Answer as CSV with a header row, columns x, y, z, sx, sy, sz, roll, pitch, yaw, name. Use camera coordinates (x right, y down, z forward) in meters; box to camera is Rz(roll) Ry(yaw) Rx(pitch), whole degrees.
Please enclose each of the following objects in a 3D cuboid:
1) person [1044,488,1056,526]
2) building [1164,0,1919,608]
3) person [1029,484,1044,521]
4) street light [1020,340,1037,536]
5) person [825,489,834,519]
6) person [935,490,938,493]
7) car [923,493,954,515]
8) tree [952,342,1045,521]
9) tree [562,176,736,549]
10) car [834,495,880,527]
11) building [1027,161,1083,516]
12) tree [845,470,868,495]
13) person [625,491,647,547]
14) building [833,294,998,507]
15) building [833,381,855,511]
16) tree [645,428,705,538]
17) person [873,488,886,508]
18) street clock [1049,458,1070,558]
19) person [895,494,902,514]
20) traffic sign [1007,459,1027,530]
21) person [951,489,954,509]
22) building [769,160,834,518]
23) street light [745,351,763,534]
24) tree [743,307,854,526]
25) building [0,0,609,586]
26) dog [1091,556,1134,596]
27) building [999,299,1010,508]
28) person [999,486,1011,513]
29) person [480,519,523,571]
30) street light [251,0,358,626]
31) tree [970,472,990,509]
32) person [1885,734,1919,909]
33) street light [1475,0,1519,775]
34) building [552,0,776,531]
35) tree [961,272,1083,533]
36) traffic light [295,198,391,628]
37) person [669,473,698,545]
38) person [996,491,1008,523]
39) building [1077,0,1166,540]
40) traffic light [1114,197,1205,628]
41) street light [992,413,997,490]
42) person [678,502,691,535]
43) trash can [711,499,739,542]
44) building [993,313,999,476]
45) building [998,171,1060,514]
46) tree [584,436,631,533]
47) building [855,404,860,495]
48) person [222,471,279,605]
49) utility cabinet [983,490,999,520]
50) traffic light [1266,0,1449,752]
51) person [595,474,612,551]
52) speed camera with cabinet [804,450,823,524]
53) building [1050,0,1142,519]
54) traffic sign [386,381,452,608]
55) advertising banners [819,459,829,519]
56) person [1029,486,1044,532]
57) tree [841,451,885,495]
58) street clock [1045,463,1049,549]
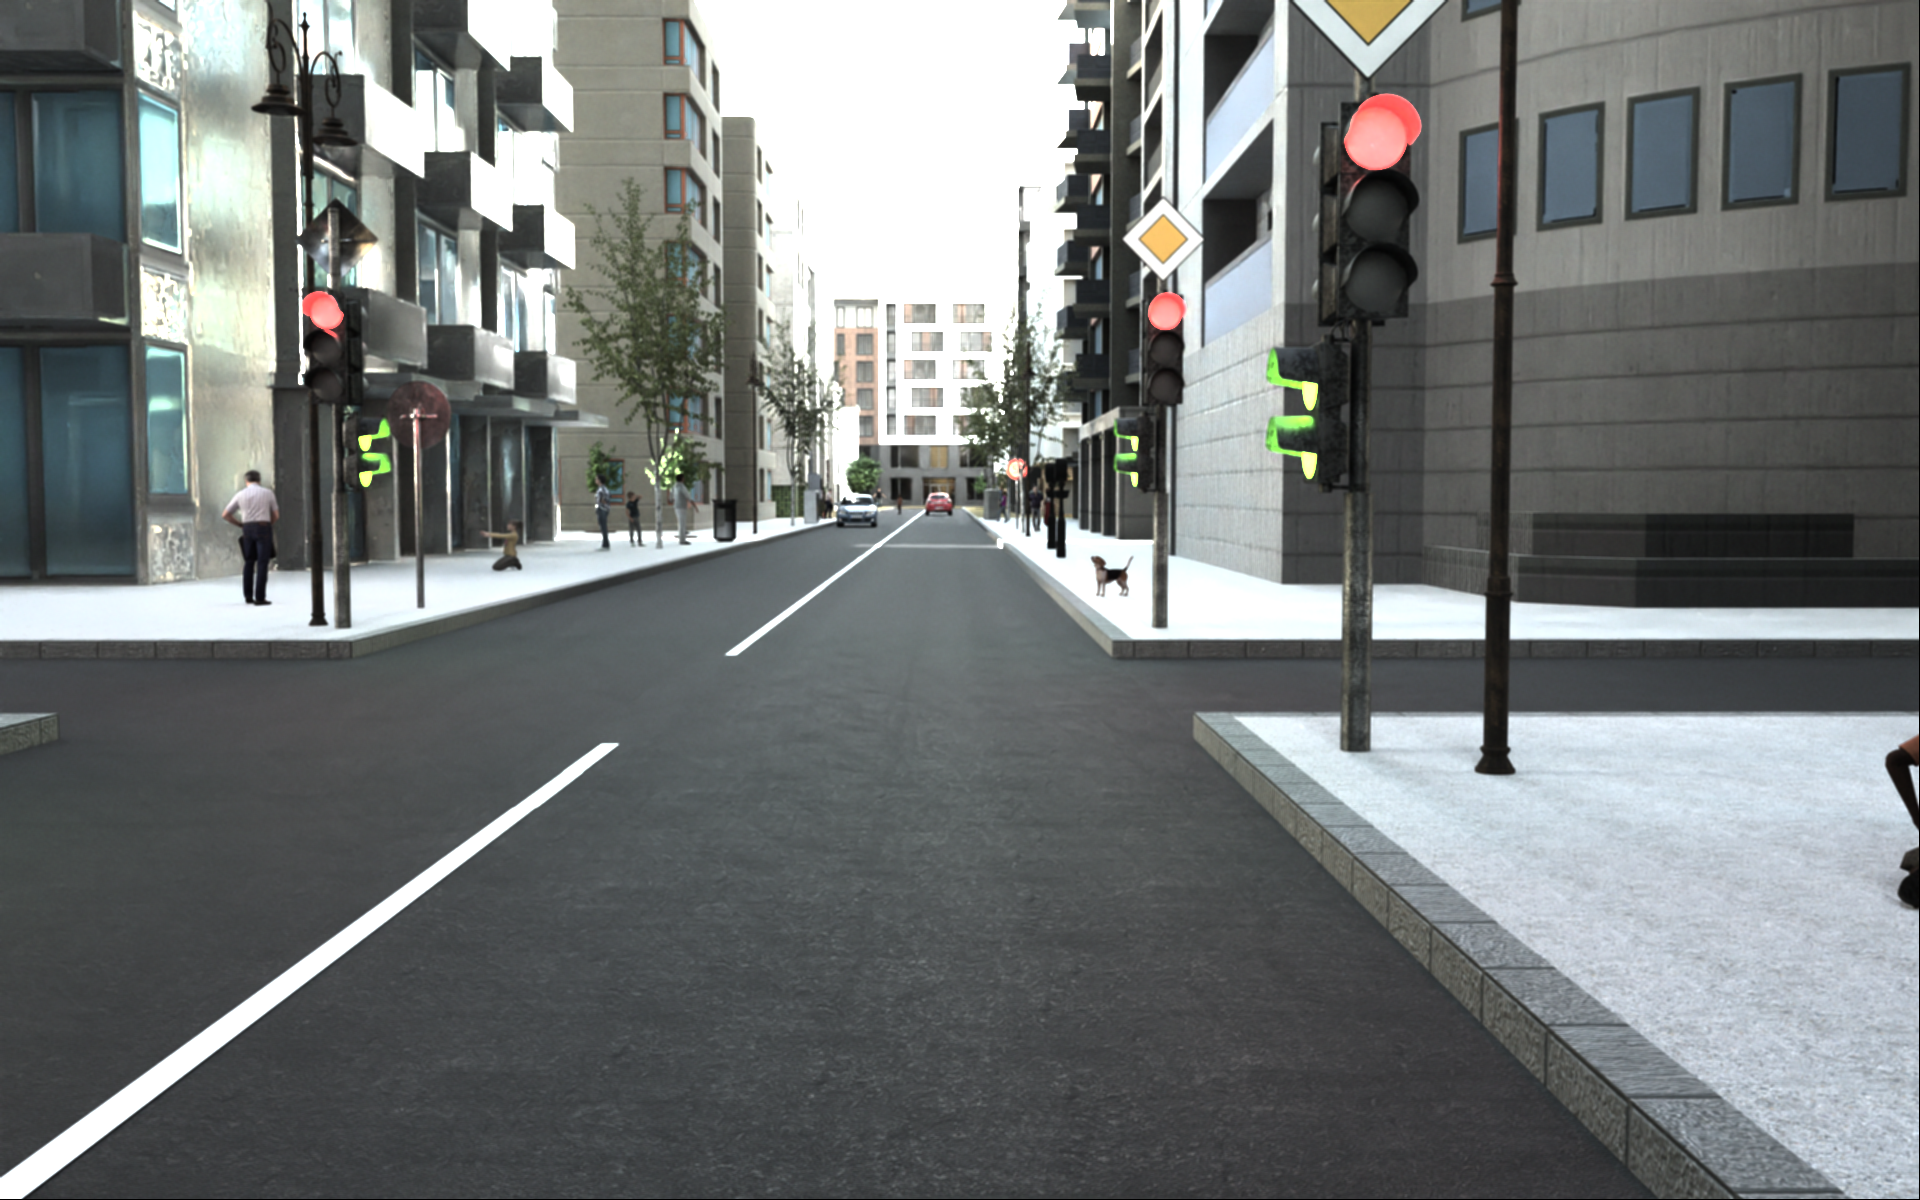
x,y,z,sx,sy,sz,roll,pitch,yaw,name
3.592,-3.727,69.454,0.523,1.526,0.387,-2,4,-35,person
18.538,-29.689,27.419,28.212,58.520,21.231,0,4,0,building
3.518,-4.552,81.189,0.841,1.734,0.376,-1,4,-19,person
2.059,-4.862,52.276,0.468,5.910,1.993,0,4,0,street light
-6.804,-4.985,89.759,0.590,1.554,0.614,-1,4,-22,person
-2.059,-8.682,150.478,0.705,1.821,1.348,0,4,-3,person
-1.452,-6.642,117.636,2.155,1.783,4.494,0,4,-2,car
2.086,-8.099,82.774,4.737,8.622,4.395,0,3,0,tree
-7.058,-5.497,40.241,4.737,8.622,4.395,0,3,0,tree
-4.549,-3.961,76.772,2.014,1.417,4.499,0,4,-2,car
12.143,-15.158,104.261,16.016,20.091,11.380,0,4,0,building
-8.312,-8.872,139.650,1.663,3.219,1.824,0,3,0,tree
-7.907,-1.976,42.261,0.340,1.345,0.435,2,4,32,person
-10.550,-21.226,191.020,32.646,21.610,27.936,0,4,0,building
-13.910,-11.967,137.801,9.099,9.664,28.070,0,4,0,building
-8.220,-3.431,50.692,1.663,3.219,1.824,0,3,0,tree
-7.559,-9.550,162.195,1.348,1.822,0.705,-2,4,-30,person
2.049,-1.862,35.013,0.358,2.002,0.471,0,4,6,street clock
-4.321,-6.805,123.028,0.557,1.426,1.065,-2,4,-30,person
2.059,-3.793,62.115,0.768,2.556,0.104,0,4,1,traffic sign
-0.714,-9.480,163.130,0.705,1.869,1.348,0,4,3,person
-17.289,-14.759,107.771,16.747,18.905,31.486,0,4,0,building
-6.649,-5.091,56.018,0.468,5.910,1.993,0,4,0,street light
-6.475,-7.275,69.304,4.360,8.622,3.978,0,3,0,tree
-20.967,-25.427,35.346,23.786,49.044,30.456,0,4,0,building
1.916,-0.305,21.814,0.406,0.507,0.540,1,4,22,dog
11.720,-17.857,148.379,16.016,20.091,11.380,0,4,0,building
2.799,-6.625,114.340,1.348,1.826,0.705,-3,4,-36,person
-7.702,-0.928,29.144,0.695,0.859,0.347,-1,4,-23,person
-6.276,-2.690,16.765,0.468,5.910,1.993,0,4,0,street light
1.871,-9.450,149.112,1.663,3.219,1.824,0,3,0,tree
3.283,0.535,5.579,0.859,0.850,0.655,1,4,10,person
2.469,-2.142,7.815,0.468,5.910,1.993,0,4,0,street light
-23.167,-13.990,73.778,27.650,21.520,28.899,0,4,0,building
2.076,-6.526,57.061,4.360,8.622,3.978,0,3,0,tree
-5.897,-1.685,16.478,0.839,4.253,0.868,0,4,0,traffic light
-7.018,-2.317,44.066,0.875,1.805,0.789,3,5,40,person
1.805,-4.146,77.066,0.776,1.435,0.726,1,4,19,person
14.598,-37.466,50.825,20.563,71.187,20.611,0,4,0,building
1.904,-1.690,16.552,0.839,4.253,0.868,0,4,0,traffic light
1.780,-7.251,91.348,0.468,5.910,1.993,0,4,0,street light
-8.716,-2.965,54.666,0.789,1.805,0.875,-1,4,-13,person
-6.340,-2.144,46.701,0.748,1.137,0.748,0,3,0,trash can
11.125,-18.551,159.733,16.016,20.091,11.380,0,4,0,building
17.473,-17.274,126.402,27.936,21.610,32.646,0,4,0,building
-12.028,-3.849,57.529,1.663,3.219,1.824,0,3,0,tree
-23.622,-13.428,161.687,28.070,9.664,9.099,0,4,0,building
-8.248,-0.728,20.166,0.614,1.554,0.590,-1,4,-11,person
1.568,-4.708,85.655,0.318,1.500,1.173,2,4,28,utility cabinet
1.963,-1.202,8.567,0.839,4.253,0.868,0,4,0,traffic light
-8.078,-1.986,39.238,0.376,1.734,0.841,0,4,-3,person
-6.447,-5.001,76.106,0.660,3.252,2.038,0,4,3,speed camera with cabinet
15.600,-25.822,76.811,22.147,44.769,28.867,0,4,0,building
-6.084,-1.184,19.463,0.768,2.556,0.104,0,4,7,traffic sign
-6.935,-5.629,88.228,0.090,3.025,2.074,-1,4,-18,advertising banners
2.667,-3.120,59.259,0.569,1.553,0.471,3,4,37,person
-7.426,-9.128,132.954,4.285,4.588,4.351,0,3,0,tree
2.152,-2.198,40.501,0.358,2.002,0.471,1,4,18,street clock
